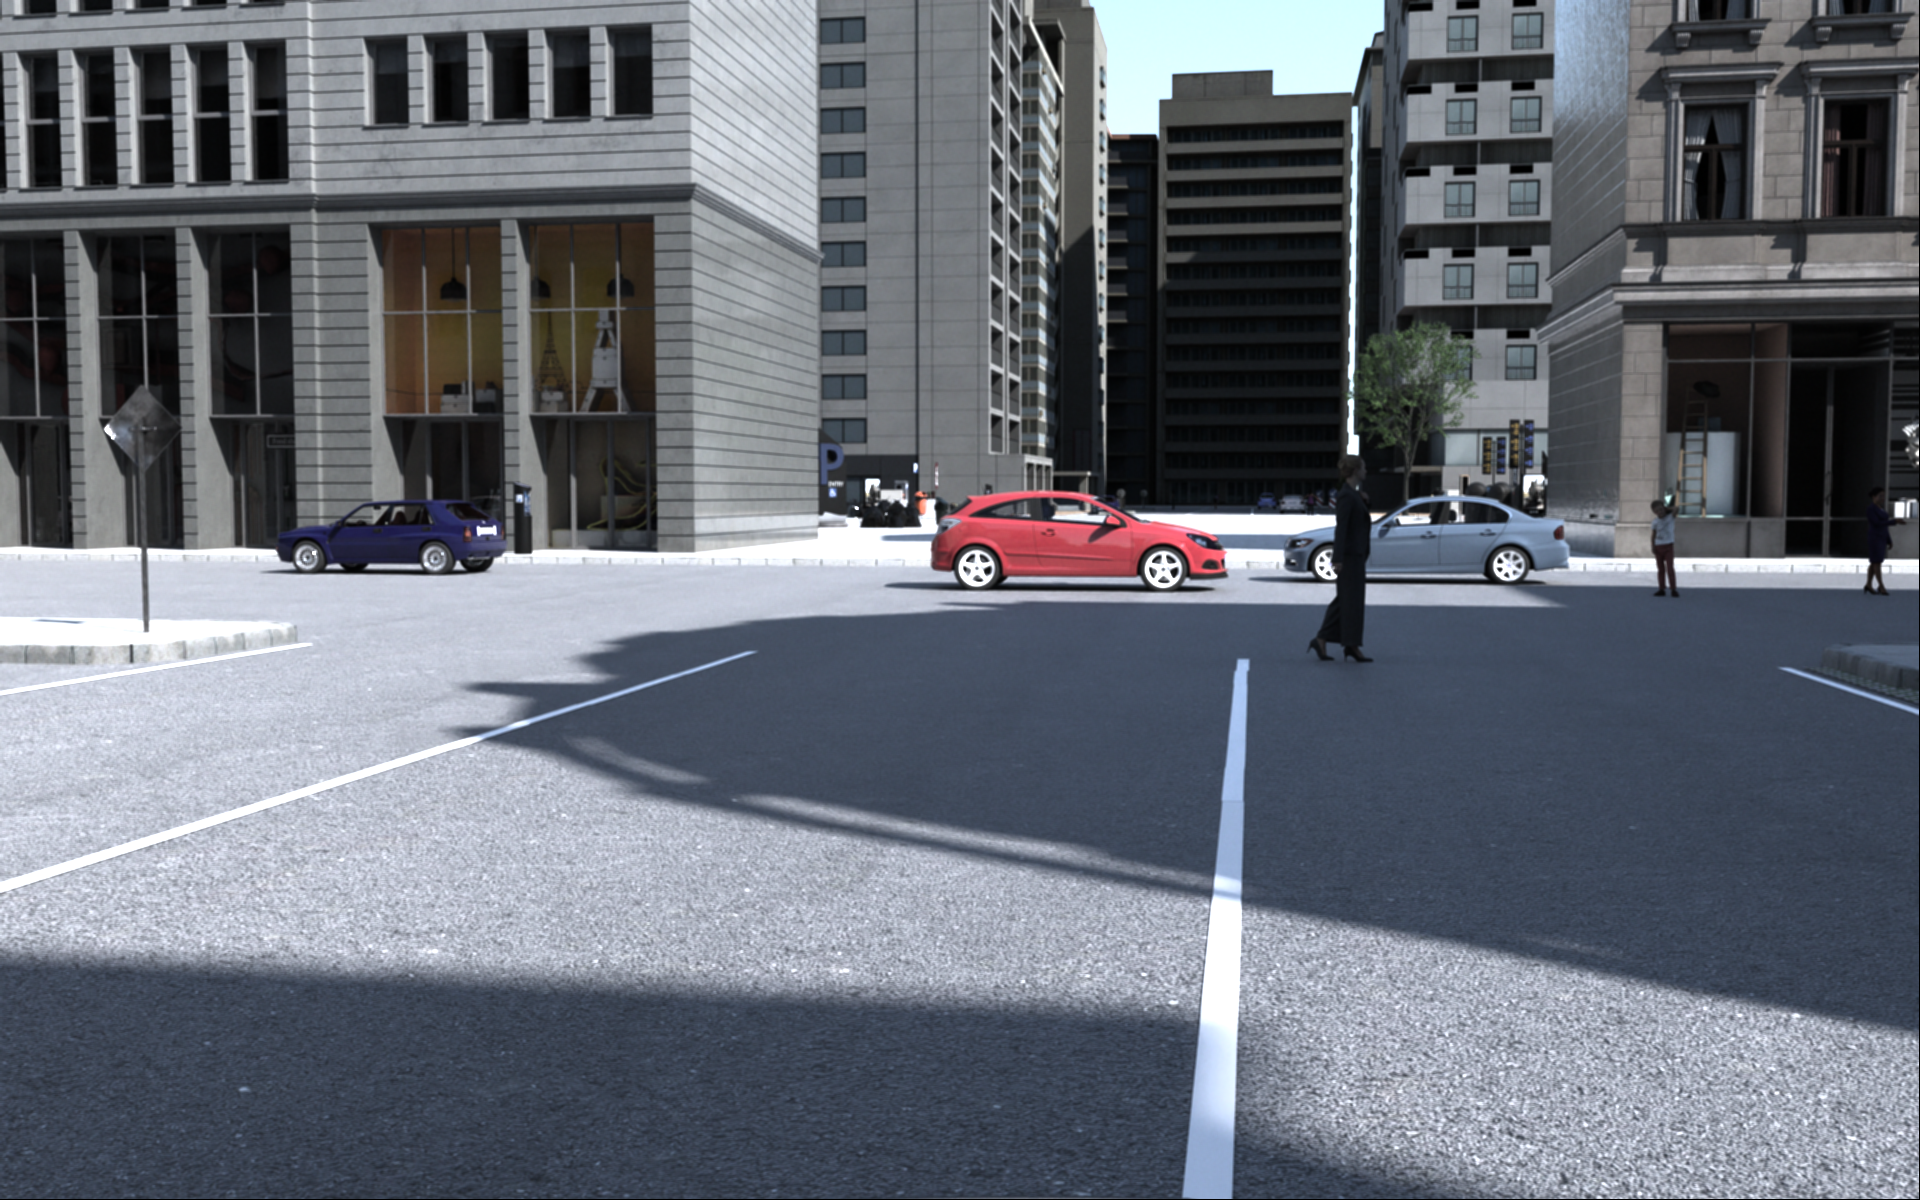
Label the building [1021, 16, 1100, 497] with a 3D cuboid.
[{"bbox_3d":[-5.245,-27.341,138.910,32.217,40.220,23.993,1,4,10],"label":"building"}]

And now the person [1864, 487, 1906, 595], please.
[{"bbox_3d":[13.146,-0.839,24.583,0.546,1.535,0.453,3,4,36],"label":"person"}]

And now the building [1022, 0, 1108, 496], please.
[{"bbox_3d":[2.424,-32.976,162.866,21.600,48.544,21.300,1,4,10],"label":"building"}]

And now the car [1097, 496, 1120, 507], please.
[{"bbox_3d":[9.986,-6.516,119.124,1.945,1.354,3.894,1,4,11],"label":"car"}]

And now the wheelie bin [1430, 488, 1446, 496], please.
[{"bbox_3d":[24.596,-4.968,89.128,0.693,1.594,0.980,3,5,44],"label":"wheelie bin"}]

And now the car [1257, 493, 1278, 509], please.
[{"bbox_3d":[29.360,-9.539,165.551,1.945,1.707,3.694,1,4,11],"label":"car"}]

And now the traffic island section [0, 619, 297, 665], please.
[{"bbox_3d":[-7.553,0.382,16.037,2.009,0.180,2.903,1,4,10],"label":"traffic island section"}]

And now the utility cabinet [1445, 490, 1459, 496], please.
[{"bbox_3d":[27.862,-5.439,97.610,1.173,1.500,0.318,-2,4,-27],"label":"utility cabinet"}]

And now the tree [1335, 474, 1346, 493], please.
[{"bbox_3d":[37.440,-10.641,168.585,1.663,3.219,1.824,0,3,0],"label":"tree"}]

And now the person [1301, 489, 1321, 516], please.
[{"bbox_3d":[21.920,-6.055,108.189,1.217,1.739,0.721,1,4,22],"label":"person"}]

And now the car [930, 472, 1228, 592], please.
[{"bbox_3d":[1.797,-1.052,26.244,4.494,1.783,2.155,0,4,8],"label":"car"}]

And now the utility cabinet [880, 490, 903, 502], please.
[{"bbox_3d":[-3.578,-5.004,90.501,1.173,1.500,0.318,1,4,9],"label":"utility cabinet"}]

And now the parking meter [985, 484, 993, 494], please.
[{"bbox_3d":[1.680,-5.768,100.013,0.399,1.863,0.255,1,4,13],"label":"parking meter"}]

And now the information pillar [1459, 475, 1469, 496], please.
[{"bbox_3d":[19.918,-3.913,68.465,0.304,2.012,0.304,0,4,1],"label":"information pillar"}]

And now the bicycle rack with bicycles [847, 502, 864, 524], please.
[{"bbox_3d":[-4.781,-3.780,75.187,2.852,0.926,2.925,1,4,9],"label":"bicycle rack with bicycles"}]

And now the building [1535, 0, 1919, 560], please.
[{"bbox_3d":[15.088,-11.440,37.946,40.483,20.767,10.553,1,4,10],"label":"building"}]

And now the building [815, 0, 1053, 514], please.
[{"bbox_3d":[-4.398,-41.406,115.245,20.563,71.187,20.611,1,4,10],"label":"building"}]

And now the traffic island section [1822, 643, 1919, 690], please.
[{"bbox_3d":[8.016,0.543,13.404,2.009,0.180,2.903,1,4,10],"label":"traffic island section"}]

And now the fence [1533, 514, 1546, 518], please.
[{"bbox_3d":[16.977,-2.171,50.869,2.069,0.683,0.278,-3,4,-38],"label":"fence"}]

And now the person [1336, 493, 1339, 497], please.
[{"bbox_3d":[37.984,-10.029,173.941,0.593,1.643,0.415,-1,4,-17],"label":"person"}]

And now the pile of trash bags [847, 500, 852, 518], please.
[{"bbox_3d":[-4.352,-5.112,93.337,3.447,1.369,1.912,-3,5,-42],"label":"pile of trash bags"}]

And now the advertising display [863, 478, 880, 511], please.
[{"bbox_3d":[-3.589,-3.994,70.514,0.123,1.923,0.974,3,4,36],"label":"advertising display"}]

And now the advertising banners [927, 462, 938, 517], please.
[{"bbox_3d":[-1.480,-6.051,95.120,0.090,3.025,2.074,1,4,15],"label":"advertising banners"}]

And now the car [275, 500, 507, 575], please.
[{"bbox_3d":[-10.362,-1.161,31.566,3.894,1.354,1.945,1,4,11],"label":"car"}]

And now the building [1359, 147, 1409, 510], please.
[{"bbox_3d":[40.901,-22.905,146.197,14.160,30.474,14.107,1,4,10],"label":"building"}]

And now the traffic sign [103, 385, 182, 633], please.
[{"bbox_3d":[-7.529,-0.754,15.972,0.795,2.450,0.064,1,4,10],"label":"traffic sign"}]

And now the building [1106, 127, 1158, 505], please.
[{"bbox_3d":[9.290,-33.746,206.367,28.867,44.769,22.147,1,4,10],"label":"building"}]

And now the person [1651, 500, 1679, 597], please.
[{"bbox_3d":[9.891,-0.726,24.284,0.435,1.345,0.340,2,4,32],"label":"person"}]

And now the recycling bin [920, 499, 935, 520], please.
[{"bbox_3d":[-1.632,-4.566,87.212,0.722,1.027,0.722,0,4,-4],"label":"recycling bin"}]

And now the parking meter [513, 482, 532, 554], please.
[{"bbox_3d":[-9.354,-1.752,37.058,0.372,1.533,0.369,0,3,0],"label":"parking meter"}]

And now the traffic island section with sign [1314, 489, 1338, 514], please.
[{"bbox_3d":[27.478,-7.311,128.165,1.989,1.847,2.006,1,4,10],"label":"traffic island section with sign"}]

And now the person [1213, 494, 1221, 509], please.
[{"bbox_3d":[24.599,-9.420,165.752,0.697,1.427,0.421,1,4,21],"label":"person"}]

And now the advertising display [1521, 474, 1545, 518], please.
[{"bbox_3d":[18.350,-3.077,55.525,0.974,1.923,0.123,-2,4,-28],"label":"advertising display"}]

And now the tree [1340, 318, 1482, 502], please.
[{"bbox_3d":[26.406,-10.759,101.659,9.928,11.665,9.643,0,3,0],"label":"tree"}]

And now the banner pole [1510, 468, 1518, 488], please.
[{"bbox_3d":[23.924,-5.191,74.884,0.401,3.779,0.863,-1,4,-9],"label":"banner pole"}]

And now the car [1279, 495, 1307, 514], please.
[{"bbox_3d":[24.438,-7.020,127.139,2.083,1.381,4.827,1,4,11],"label":"car"}]

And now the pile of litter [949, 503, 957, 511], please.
[{"bbox_3d":[-0.326,-4.318,84.569,1.719,0.858,1.176,1,4,13],"label":"pile of litter"}]

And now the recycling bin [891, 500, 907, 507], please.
[{"bbox_3d":[-2.789,-4.111,79.777,0.722,1.027,0.722,0,4,-1],"label":"recycling bin"}]

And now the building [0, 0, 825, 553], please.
[{"bbox_3d":[-19.392,-16.333,44.533,29.804,29.767,11.434,1,4,10],"label":"building"}]

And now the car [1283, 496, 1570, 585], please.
[{"bbox_3d":[7.567,-0.996,28.282,4.499,1.417,2.014,1,4,11],"label":"car"}]

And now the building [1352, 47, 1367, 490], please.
[{"bbox_3d":[60.043,-37.465,201.793,27.495,52.752,28.713,1,4,10],"label":"building"}]

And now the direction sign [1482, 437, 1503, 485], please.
[{"bbox_3d":[21.180,-4.694,68.749,0.876,3.537,0.379,1,4,17],"label":"direction sign"}]

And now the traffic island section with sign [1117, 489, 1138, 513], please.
[{"bbox_3d":[12.177,-7.452,130.464,1.989,1.847,2.006,1,4,10],"label":"traffic island section with sign"}]

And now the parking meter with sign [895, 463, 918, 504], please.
[{"bbox_3d":[-3.302,-6.223,98.011,1.738,3.016,0.543,1,4,23],"label":"parking meter with sign"}]

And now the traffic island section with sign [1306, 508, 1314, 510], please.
[{"bbox_3d":[32.102,-8.977,155.407,1.989,1.847,2.006,1,4,10],"label":"traffic island section with sign"}]

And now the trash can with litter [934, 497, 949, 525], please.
[{"bbox_3d":[-0.551,-3.691,71.731,1.055,1.170,0.624,2,4,32],"label":"trash can with litter"}]

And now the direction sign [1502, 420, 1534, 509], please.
[{"bbox_3d":[17.113,-3.722,52.847,0.876,3.537,0.379,-1,4,-21],"label":"direction sign"}]

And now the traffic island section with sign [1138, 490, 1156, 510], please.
[{"bbox_3d":[16.782,-9.112,157.613,1.989,1.847,2.006,1,4,10],"label":"traffic island section with sign"}]

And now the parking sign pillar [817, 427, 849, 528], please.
[{"bbox_3d":[-5.021,-4.784,66.692,1.447,3.967,1.447,-3,4,-38],"label":"parking sign pillar"}]

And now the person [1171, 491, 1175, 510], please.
[{"bbox_3d":[19.590,-9.209,159.783,0.721,1.735,1.217,1,4,19],"label":"person"}]

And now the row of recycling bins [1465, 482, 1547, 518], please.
[{"bbox_3d":[19.092,-3.213,59.646,3.534,1.692,1.069,3,4,38],"label":"row of recycling bins"}]

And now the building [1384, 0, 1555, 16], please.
[{"bbox_3d":[44.732,-32.674,123.463,28.713,52.752,27.495,1,4,10],"label":"building"}]

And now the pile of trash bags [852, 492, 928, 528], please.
[{"bbox_3d":[-2.287,-3.489,66.790,1.912,1.369,3.447,2,4,31],"label":"pile of trash bags"}]

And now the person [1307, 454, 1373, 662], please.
[{"bbox_3d":[3.285,-0.359,14.790,0.534,1.772,0.576,0,4,-4],"label":"person"}]

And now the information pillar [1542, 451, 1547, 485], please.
[{"bbox_3d":[31.395,-6.221,93.072,0.183,3.616,0.504,-1,4,-11],"label":"information pillar"}]

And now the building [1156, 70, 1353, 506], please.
[{"bbox_3d":[34.164,-35.371,202.020,21.600,48.544,21.300,1,4,10],"label":"building"}]
